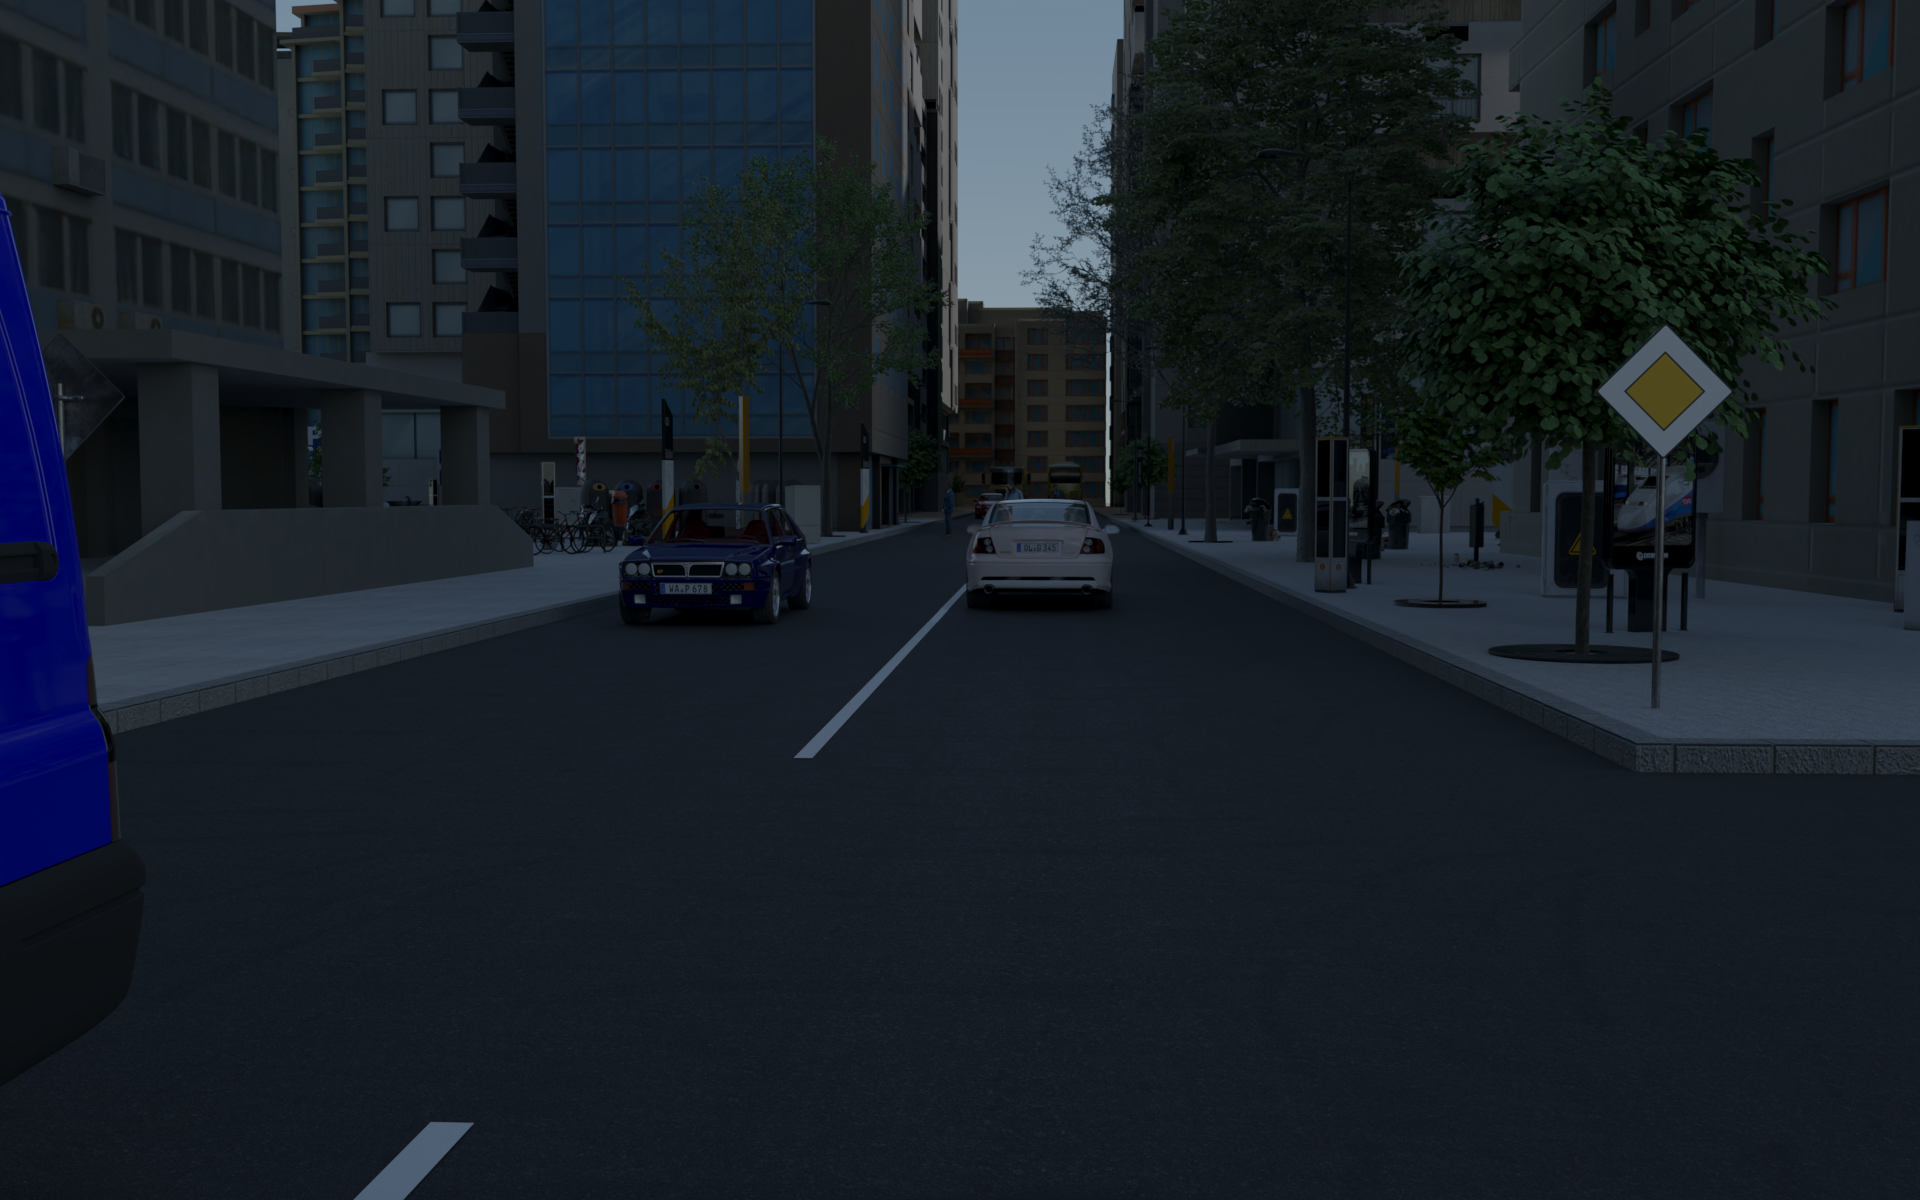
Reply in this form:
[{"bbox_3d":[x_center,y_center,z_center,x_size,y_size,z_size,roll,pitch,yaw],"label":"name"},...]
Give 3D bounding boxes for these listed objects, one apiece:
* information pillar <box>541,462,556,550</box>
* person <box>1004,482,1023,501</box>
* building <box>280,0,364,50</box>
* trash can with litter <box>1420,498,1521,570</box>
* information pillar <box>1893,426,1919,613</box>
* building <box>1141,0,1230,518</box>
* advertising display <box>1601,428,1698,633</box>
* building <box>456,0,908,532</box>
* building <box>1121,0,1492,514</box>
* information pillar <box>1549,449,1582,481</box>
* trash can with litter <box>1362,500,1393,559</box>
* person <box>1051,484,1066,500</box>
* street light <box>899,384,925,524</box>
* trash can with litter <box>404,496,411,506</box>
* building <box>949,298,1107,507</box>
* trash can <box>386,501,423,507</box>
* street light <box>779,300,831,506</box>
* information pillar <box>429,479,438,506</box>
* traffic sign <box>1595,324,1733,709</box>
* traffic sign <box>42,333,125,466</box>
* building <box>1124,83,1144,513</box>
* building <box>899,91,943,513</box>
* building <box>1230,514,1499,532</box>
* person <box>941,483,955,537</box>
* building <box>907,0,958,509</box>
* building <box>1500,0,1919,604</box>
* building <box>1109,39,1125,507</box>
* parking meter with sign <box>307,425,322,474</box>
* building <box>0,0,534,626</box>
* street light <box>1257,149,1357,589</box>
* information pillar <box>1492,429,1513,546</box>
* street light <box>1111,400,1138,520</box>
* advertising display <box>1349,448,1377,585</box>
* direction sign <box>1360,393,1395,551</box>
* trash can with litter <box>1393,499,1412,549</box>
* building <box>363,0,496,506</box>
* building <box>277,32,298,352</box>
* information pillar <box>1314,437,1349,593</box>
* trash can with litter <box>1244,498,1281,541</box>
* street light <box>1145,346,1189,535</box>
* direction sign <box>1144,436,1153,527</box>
[{"bbox_3d":[-9.441,-2.156,39.738,0.304,2.012,0.304,-1,4,-17],"label":"information pillar"},{"bbox_3d":[1.633,-2.571,50.803,0.793,1.790,0.793,0,4,-5],"label":"person"},{"bbox_3d":[-41.818,-30.396,151.595,28.867,44.769,22.147,0,4,3],"label":"building"},{"bbox_3d":[8.916,-1.170,30.194,1.678,1.210,2.233,1,4,14],"label":"trash can with litter"},{"bbox_3d":[10.320,-0.870,18.722,0.304,2.012,0.304,3,5,39],"label":"information pillar"},{"bbox_3d":[21.482,-34.307,102.923,21.231,58.520,28.212,0,4,3],"label":"building"},{"bbox_3d":[6.407,-0.666,16.095,0.974,1.923,0.123,-1,4,-19],"label":"advertising display"},{"bbox_3d":[-9.454,-25.343,64.467,14.600,45.320,14.200,0,4,3],"label":"building"},{"bbox_3d":[27.538,-33.992,145.000,28.713,52.752,27.495,0,4,3],"label":"building"},{"bbox_3d":[9.302,-2.158,26.642,0.504,3.616,0.183,0,4,7],"label":"information pillar"},{"bbox_3d":[7.912,-1.399,34.262,0.624,1.170,1.055,-2,4,-26],"label":"trash can with litter"},{"bbox_3d":[3.999,-3.777,70.067,0.655,1.846,0.447,1,4,16],"label":"person"},{"bbox_3d":[-2.151,-6.142,72.955,1.470,5.913,1.316,0,4,3],"label":"street light"},{"bbox_3d":[-21.960,-3.541,68.948,1.678,1.210,2.233,-2,4,-29],"label":"trash can with litter"},{"bbox_3d":[0.699,-20.761,184.487,28.899,21.520,27.650,0,4,3],"label":"building"},{"bbox_3d":[-11.718,-1.523,36.554,0.748,1.137,0.748,0,3,0],"label":"trash can"},{"bbox_3d":[-3.773,-4.224,41.606,1.470,5.913,1.316,0,4,3],"label":"street light"},{"bbox_3d":[-25.782,-4.914,84.844,0.304,2.012,0.304,3,5,40],"label":"information pillar"},{"bbox_3d":[4.161,-0.408,10.307,0.795,2.450,0.064,0,4,3],"label":"traffic sign"},{"bbox_3d":[-5.617,-0.441,10.860,0.795,2.450,0.064,0,4,3],"label":"traffic sign"},{"bbox_3d":[18.914,-21.613,125.071,14.160,30.474,14.107,0,4,3],"label":"building"},{"bbox_3d":[-8.692,-21.398,121.562,14.160,30.474,14.107,0,4,3],"label":"building"},{"bbox_3d":[23.520,-29.401,69.948,28.713,52.752,27.495,0,4,3],"label":"building"},{"bbox_3d":[-0.378,-2.997,57.683,0.419,1.800,0.721,-1,4,-9],"label":"person"},{"bbox_3d":[-13.851,-34.093,146.666,27.495,52.752,28.713,0,4,3],"label":"building"},{"bbox_3d":[25.595,-10.886,23.028,28.899,21.520,27.650,0,4,3],"label":"building"},{"bbox_3d":[26.185,-33.899,177.945,21.600,48.544,21.300,0,4,3],"label":"building"},{"bbox_3d":[-16.259,-2.959,44.647,0.543,3.016,1.738,0,4,1],"label":"parking meter with sign"},{"bbox_3d":[-24.007,-20.275,23.381,32.217,40.220,23.993,0,4,3],"label":"building"},{"bbox_3d":[4.692,-3.113,23.441,1.470,5.913,1.316,0,4,3],"label":"street light"},{"bbox_3d":[13.412,-3.142,42.719,0.504,3.616,0.183,2,4,31],"label":"information pillar"},{"bbox_3d":[8.108,-6.897,85.314,1.470,5.913,1.316,0,4,3],"label":"street light"},{"bbox_3d":[5.635,-1.204,24.892,0.123,1.923,0.974,-1,4,-22],"label":"advertising display"},{"bbox_3d":[9.363,-2.867,38.865,0.876,3.537,0.379,3,5,44],"label":"direction sign"},{"bbox_3d":[10.068,-1.774,40.398,0.624,1.170,1.055,-1,4,-17],"label":"trash can with litter"},{"bbox_3d":[-16.385,-31.270,100.508,28.713,52.752,27.495,0,4,3],"label":"building"},{"bbox_3d":[-63.186,-28.939,156.748,14.086,41.232,14.154,0,4,3],"label":"building"},{"bbox_3d":[4.828,-1.102,22.512,0.304,2.012,0.304,-2,4,-32],"label":"information pillar"},{"bbox_3d":[8.287,-2.196,47.293,0.624,1.170,1.055,3,5,41],"label":"trash can with litter"},{"bbox_3d":[6.485,-5.005,54.373,1.470,5.913,1.316,0,4,3],"label":"street light"},{"bbox_3d":[7.447,-4.673,68.401,0.379,3.537,0.876,0,4,1],"label":"direction sign"}]
